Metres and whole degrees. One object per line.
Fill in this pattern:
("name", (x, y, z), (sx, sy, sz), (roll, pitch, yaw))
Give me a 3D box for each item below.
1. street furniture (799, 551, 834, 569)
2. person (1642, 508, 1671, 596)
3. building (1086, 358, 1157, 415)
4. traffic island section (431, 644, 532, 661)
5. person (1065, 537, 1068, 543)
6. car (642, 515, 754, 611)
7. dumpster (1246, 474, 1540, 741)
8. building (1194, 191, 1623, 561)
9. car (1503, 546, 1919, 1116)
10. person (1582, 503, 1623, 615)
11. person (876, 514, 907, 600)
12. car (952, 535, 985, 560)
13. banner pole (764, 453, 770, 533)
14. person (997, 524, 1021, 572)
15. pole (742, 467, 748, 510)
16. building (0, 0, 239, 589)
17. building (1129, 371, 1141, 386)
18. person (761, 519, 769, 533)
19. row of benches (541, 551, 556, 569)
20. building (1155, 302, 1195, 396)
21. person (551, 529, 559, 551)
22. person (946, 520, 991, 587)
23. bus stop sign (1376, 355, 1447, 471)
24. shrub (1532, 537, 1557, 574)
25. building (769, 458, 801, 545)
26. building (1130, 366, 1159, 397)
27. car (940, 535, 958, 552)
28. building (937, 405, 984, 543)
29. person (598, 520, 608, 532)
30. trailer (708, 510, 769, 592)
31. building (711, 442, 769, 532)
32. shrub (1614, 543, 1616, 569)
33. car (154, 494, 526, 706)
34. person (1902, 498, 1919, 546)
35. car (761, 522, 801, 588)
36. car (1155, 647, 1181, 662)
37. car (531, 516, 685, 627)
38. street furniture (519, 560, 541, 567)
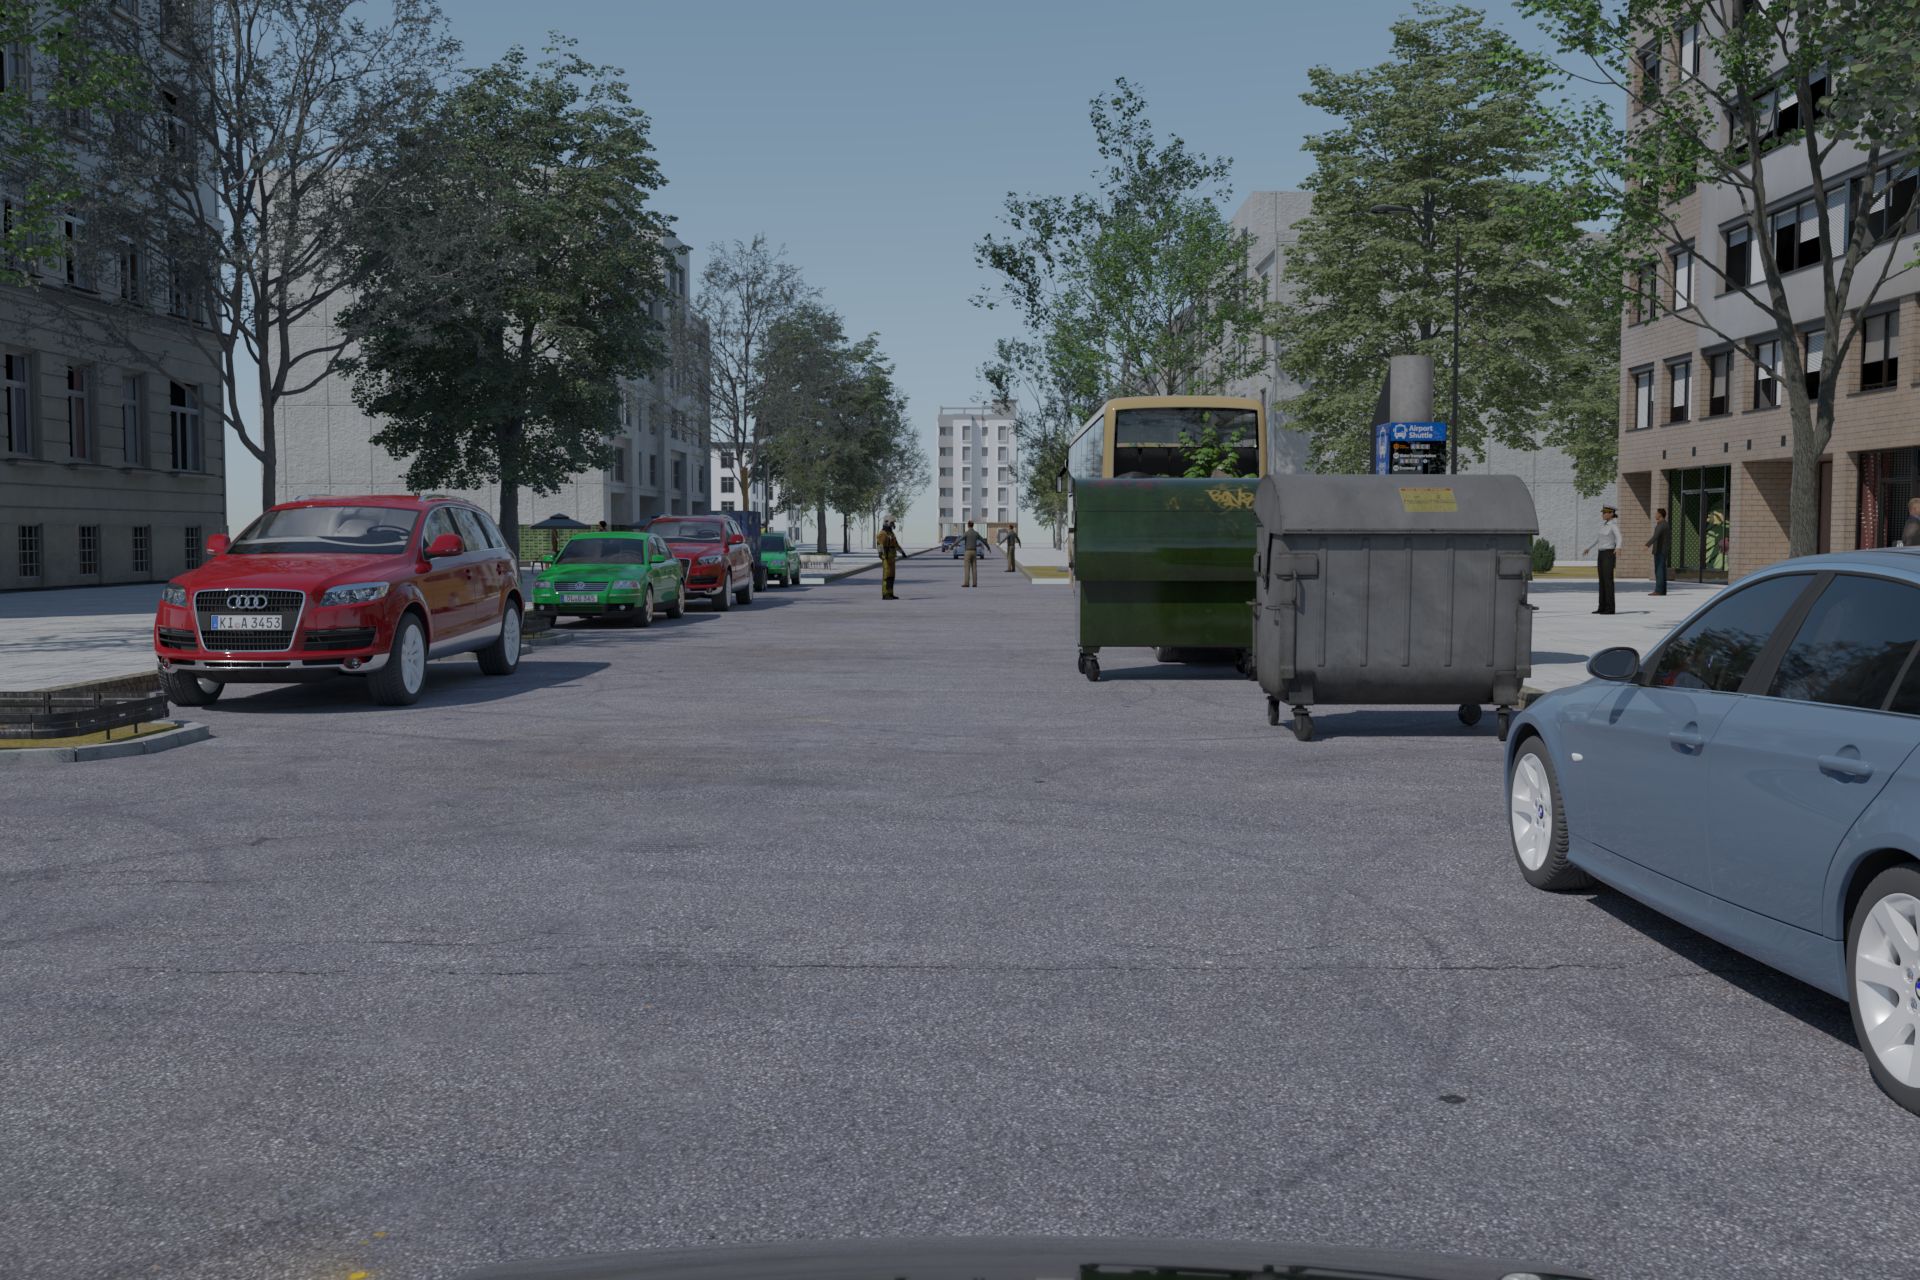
("street furniture", (-8.489, -3.054, 65.562), (5.734, 0.657, 10.072), (-2, 4, -25))
("person", (14.550, -1.833, 36.042), (0.705, 1.821, 1.348), (3, 5, 41))
("building", (25.117, -23.319, 212.186), (19.493, 23.208, 18.063), (0, 4, 1))
("traffic island section", (-6.176, 0.146, 20.484), (1.991, 0.108, 1.994), (0, 4, 1))
("person", (4.653, -3.726, 66.774), (1.347, 1.847, 0.705), (1, 4, 21))
("car", (-5.275, -1.540, 33.847), (2.281, 1.827, 5.304), (0, 4, 1))
("dumpster", (3.063, -0.259, 12.443), (1.865, 1.857, 1.264), (0, 4, -1))
("building", (23.542, -14.160, 97.970), (16.747, 18.905, 31.486), (0, 4, 1))
("car", (3.183, 0.397, 5.519), (2.014, 1.417, 4.499), (0, 4, 0))
("person", (10.245, -1.294, 27.617), (0.721, 1.778, 1.216), (0, 4, -5))
("person", (-1.526, -1.805, 37.735), (0.705, 1.858, 1.354), (1, 4, 21))
("car", (0.512, -5.294, 98.556), (2.014, 1.417, 4.499), (0, 4, 1))
("banner pole", (-5.990, -3.910, 53.945), (0.401, 3.779, 0.863), (0, 4, 3))
("person", (1.903, -3.457, 65.245), (0.705, 1.796, 1.348), (3, 5, 42))
("pole", (-6.557, -3.618, 52.992), (0.158, 3.312, 0.155), (0, 3, 0))
("building", (-27.778, -12.338, 33.750), (16.112, 23.069, 30.059), (0, 3, 0))
("building", (24.584, -21.038, 200.387), (16.016, 20.090, 11.380), (0, 4, 1))
("person", (-6.305, -3.051, 56.351), (0.721, 1.772, 1.216), (-3, 5, -44))
("row of benches", (-14.658, -2.914, 63.108), (1.422, 0.672, 4.104), (-1, 4, -22))
("building", (24.773, -18.208, 128.635), (19.493, 23.208, 18.063), (0, 4, 1))
("person", (-18.294, -4.418, 78.371), (0.704, 1.812, 1.346), (-1, 4, -20))
("person", (0.275, -2.320, 46.662), (1.348, 1.796, 0.705), (-2, 4, -27))
("bus stop sign", (6.718, -2.252, 25.841), (0.837, 3.901, 0.837), (0, 4, 0))
("shrub", (18.848, -2.755, 56.169), (1.383, 1.207, 1.383), (0, 3, 0))
("building", (-23.264, -16.081, 205.078), (9.099, 9.664, 28.070), (0, 4, 1))
("building", (27.377, -20.967, 173.731), (19.493, 23.208, 18.063), (0, 4, 0))
("car", (-0.579, -7.598, 136.804), (1.945, 1.354, 3.894), (0, 4, 0))
("building", (-2.985, -23.701, 246.387), (11.380, 20.090, 16.016), (0, 4, 3))
("person", (-14.376, -3.878, 69.543), (0.704, 1.843, 1.345), (2, 4, 24))
("trailer", (-5.608, -2.176, 42.623), (1.471, 1.999, 3.904), (0, 4, 1))
("building", (-23.370, -14.060, 172.024), (9.099, 9.664, 28.070), (0, 4, 1))
("shrub", (24.224, -3.204, 63.495), (1.383, 1.207, 1.383), (0, 3, 0))
("car", (-5.567, -0.457, 16.138), (2.281, 1.827, 5.304), (0, 4, 0))
("person", (12.789, -1.007, 23.066), (0.434, 1.755, 0.990), (3, 4, 39))
("car", (-5.433, -2.382, 47.743), (1.959, 1.807, 4.718), (0, 4, 1))
("car", (3.085, -0.731, 20.747), (1.959, 1.807, 4.718), (0, 4, 0))
("car", (-5.630, -1.179, 28.066), (1.959, 1.807, 4.718), (0, 4, 1))
("street furniture", (-21.901, -3.655, 66.609), (9.812, 1.723, 11.010), (1, 4, 19))
